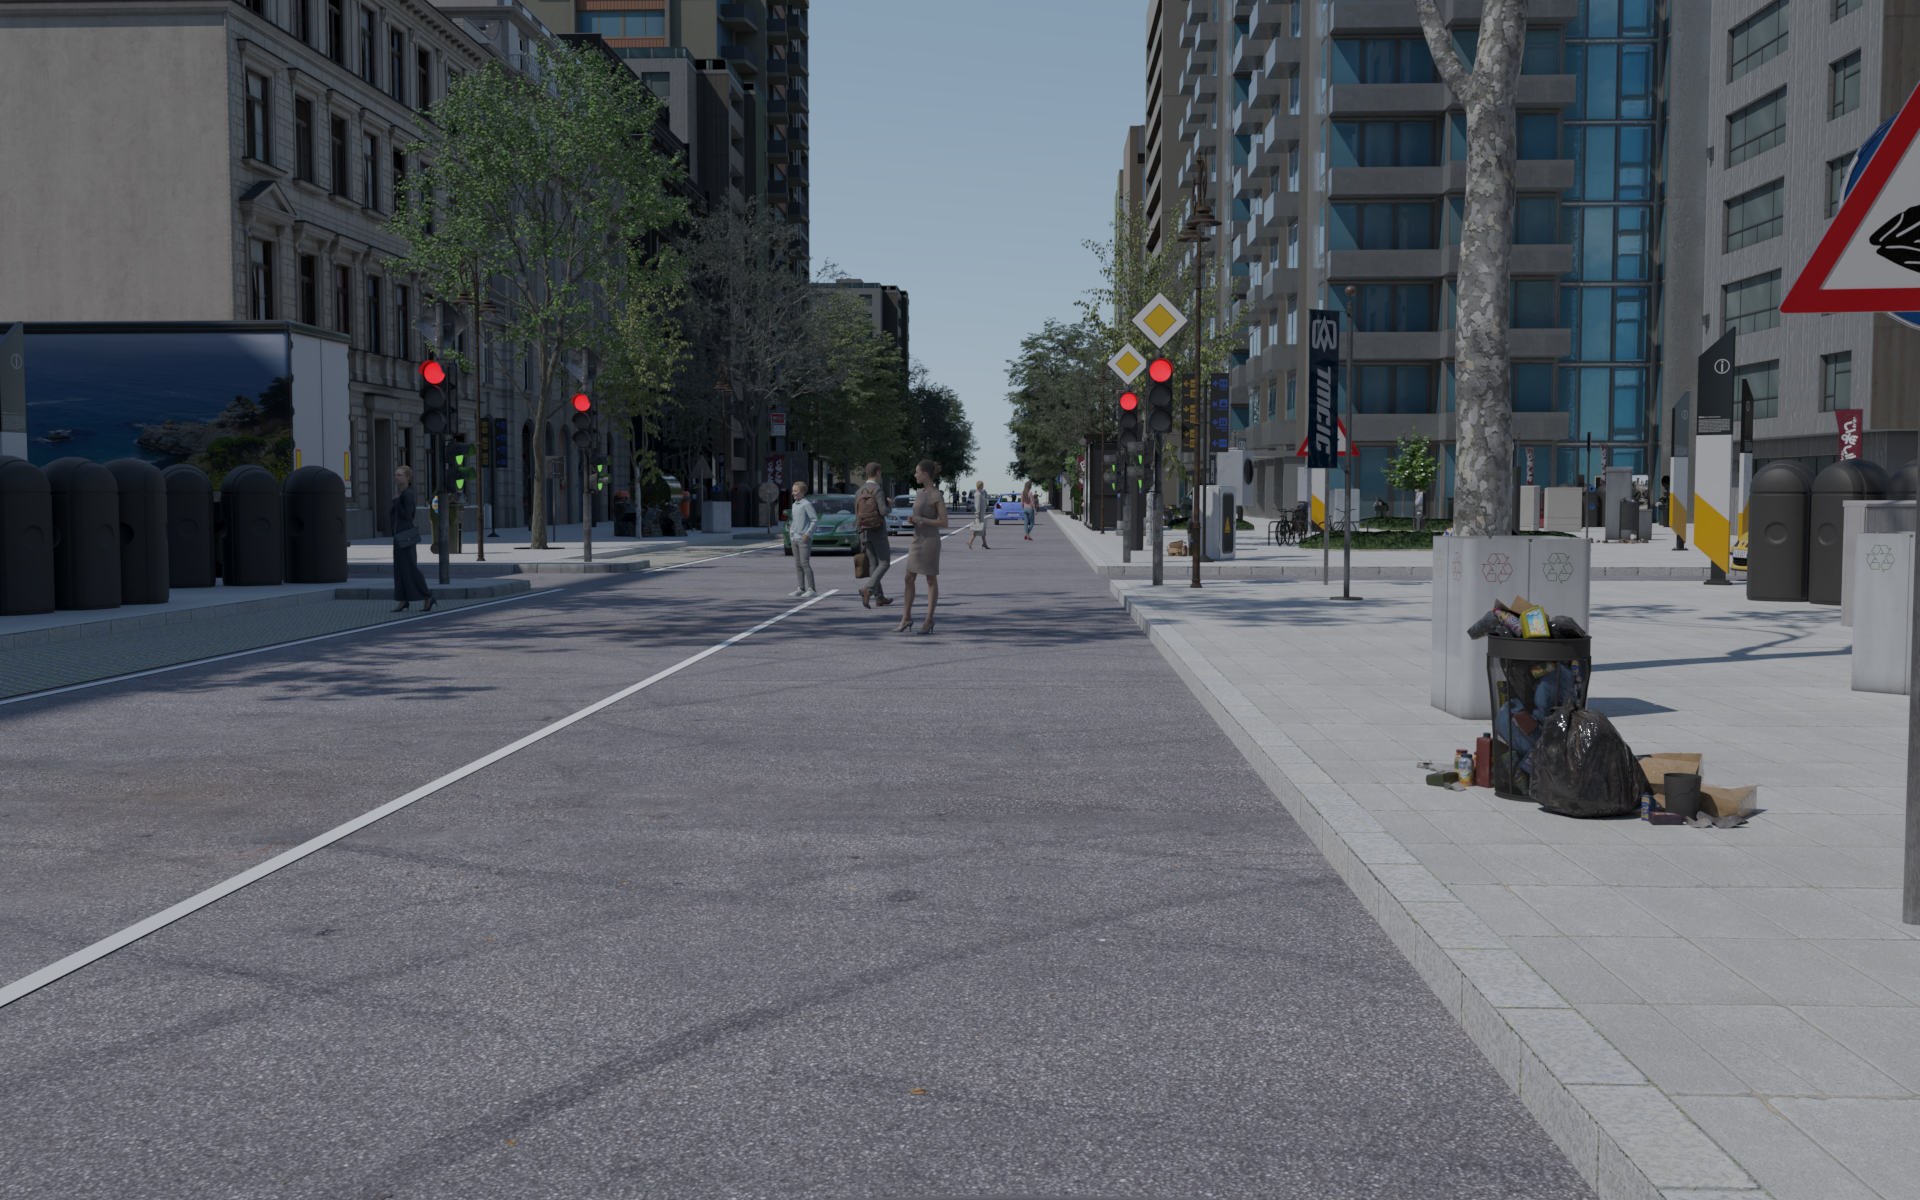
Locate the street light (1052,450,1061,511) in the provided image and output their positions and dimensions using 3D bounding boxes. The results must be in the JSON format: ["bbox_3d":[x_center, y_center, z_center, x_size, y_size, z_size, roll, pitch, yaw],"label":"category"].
[{"bbox_3d":[8.748,-11.278,157.182,0.468,5.910,1.993,0,4,2],"label":"street light"}]

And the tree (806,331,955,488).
[{"bbox_3d":[-6.301,-12.402,119.780,9.611,12.733,9.660,0,3,0],"label":"tree"}]

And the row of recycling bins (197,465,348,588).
[{"bbox_3d":[-10.355,-1.045,24.205,3.534,1.692,1.069,-3,5,-40],"label":"row of recycling bins"}]

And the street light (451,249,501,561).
[{"bbox_3d":[-9.157,-3.678,32.928,0.468,5.910,1.993,0,4,2],"label":"street light"}]

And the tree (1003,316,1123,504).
[{"bbox_3d":[7.691,-13.181,122.163,9.857,13.997,8.962,0,3,0],"label":"tree"}]

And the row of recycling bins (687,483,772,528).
[{"bbox_3d":[-8.937,-3.673,67.166,3.534,1.692,1.069,1,4,15],"label":"row of recycling bins"}]

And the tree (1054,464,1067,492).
[{"bbox_3d":[6.704,-7.025,109.456,1.663,3.219,1.824,0,3,0],"label":"tree"}]

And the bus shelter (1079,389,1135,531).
[{"bbox_3d":[5.523,-5.287,64.077,2.179,5.291,8.768,0,4,2],"label":"bus shelter"}]

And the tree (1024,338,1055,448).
[{"bbox_3d":[5.013,-7.475,72.573,4.360,8.622,3.978,0,3,0],"label":"tree"}]

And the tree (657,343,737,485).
[{"bbox_3d":[-12.729,-8.091,82.647,4.360,8.622,3.978,0,3,0],"label":"tree"}]

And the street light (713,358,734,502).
[{"bbox_3d":[-8.015,-5.268,58.927,0.468,5.910,1.993,0,4,2],"label":"street light"}]

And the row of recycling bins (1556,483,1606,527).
[{"bbox_3d":[24.579,-3.657,66.897,3.534,1.692,1.069,-1,4,-12],"label":"row of recycling bins"}]

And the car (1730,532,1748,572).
[{"bbox_3d":[14.680,-1.098,28.184,3.980,1.641,2.015,0,4,1],"label":"car"}]

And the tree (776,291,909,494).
[{"bbox_3d":[-6.764,-10.974,97.554,7.486,12.596,7.792,0,3,0],"label":"tree"}]

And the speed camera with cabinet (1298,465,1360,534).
[{"bbox_3d":[11.946,-3.777,56.093,2.038,3.252,0.660,-1,4,-22],"label":"speed camera with cabinet"}]

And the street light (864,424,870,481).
[{"bbox_3d":[-5.844,-8.356,109.413,0.468,5.910,1.993,0,4,2],"label":"street light"}]

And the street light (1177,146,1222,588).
[{"bbox_3d":[3.225,-3.101,23.482,0.468,5.910,1.993,0,4,2],"label":"street light"}]

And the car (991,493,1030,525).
[{"bbox_3d":[2.437,-4.376,81.144,1.945,1.707,3.694,0,4,0],"label":"car"}]

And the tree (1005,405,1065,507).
[{"bbox_3d":[9.460,-15.936,170.925,12.009,13.543,11.850,0,3,0],"label":"tree"}]

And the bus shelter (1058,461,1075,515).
[{"bbox_3d":[6.749,-6.570,101.345,2.014,3.302,5.546,0,4,2],"label":"bus shelter"}]

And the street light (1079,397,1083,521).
[{"bbox_3d":[5.655,-6.629,81.166,0.468,5.910,1.993,0,4,2],"label":"street light"}]

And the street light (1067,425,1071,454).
[{"bbox_3d":[6.664,-8.191,106.712,0.468,5.910,1.993,0,4,2],"label":"street light"}]

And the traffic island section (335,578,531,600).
[{"bbox_3d":[-7.385,-0.151,24.752,2.009,0.180,2.903,0,4,2],"label":"traffic island section"}]

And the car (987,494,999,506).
[{"bbox_3d":[3.477,-10.572,182.633,2.009,1.686,4.222,0,4,1],"label":"car"}]

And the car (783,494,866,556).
[{"bbox_3d":[-3.118,-1.831,41.736,2.131,1.459,4.920,0,4,2],"label":"car"}]

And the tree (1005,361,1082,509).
[{"bbox_3d":[8.465,-13.994,145.803,9.611,12.733,9.660,0,3,0],"label":"tree"}]

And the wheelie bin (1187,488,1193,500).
[{"bbox_3d":[12.371,-5.142,91.981,0.693,1.594,0.980,0,4,3],"label":"wheelie bin"}]

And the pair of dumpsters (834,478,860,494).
[{"bbox_3d":[-6.931,-6.322,105.856,1.574,2.255,4.437,0,4,2],"label":"pair of dumpsters"}]

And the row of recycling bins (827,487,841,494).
[{"bbox_3d":[-7.403,-5.682,100.009,1.069,1.692,3.534,0,3,0],"label":"row of recycling bins"}]

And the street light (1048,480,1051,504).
[{"bbox_3d":[9.845,-12.865,183.135,0.468,5.910,1.993,0,4,2],"label":"street light"}]

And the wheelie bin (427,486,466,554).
[{"bbox_3d":[-11.009,-1.793,37.226,0.693,1.594,0.980,0,4,-1],"label":"wheelie bin"}]

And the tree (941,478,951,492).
[{"bbox_3d":[-1.642,-17.540,237.134,4.737,8.622,4.395,0,3,0],"label":"tree"}]

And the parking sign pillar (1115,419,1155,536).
[{"bbox_3d":[5.518,-3.963,53.272,1.447,3.967,1.447,-1,4,-8],"label":"parking sign pillar"}]

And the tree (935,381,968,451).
[{"bbox_3d":[-4.492,-14.523,147.822,12.009,13.543,11.850,0,3,0],"label":"tree"}]

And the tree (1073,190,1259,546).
[{"bbox_3d":[4.917,-5.643,42.631,4.737,8.622,4.395,0,3,0],"label":"tree"}]

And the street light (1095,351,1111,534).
[{"bbox_3d":[4.577,-5.053,55.410,0.468,5.910,1.993,0,4,2],"label":"street light"}]

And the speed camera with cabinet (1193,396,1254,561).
[{"bbox_3d":[5.213,-2.435,34.156,0.660,3.252,2.038,2,4,28],"label":"speed camera with cabinet"}]

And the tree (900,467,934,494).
[{"bbox_3d":[-4.149,-11.041,164.234,4.285,4.588,4.351,0,3,0],"label":"tree"}]

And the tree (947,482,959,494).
[{"bbox_3d":[-1.002,-15.580,249.337,1.663,3.219,1.824,0,3,0],"label":"tree"}]

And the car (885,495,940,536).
[{"bbox_3d":[-1.639,-2.959,60.381,2.014,1.417,4.499,0,4,2],"label":"car"}]

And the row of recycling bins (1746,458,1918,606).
[{"bbox_3d":[10.647,-0.772,19.737,1.069,1.692,3.534,-2,4,-33],"label":"row of recycling bins"}]

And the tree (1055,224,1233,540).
[{"bbox_3d":[5.439,-5.989,48.283,4.360,8.622,3.978,0,3,0],"label":"tree"}]

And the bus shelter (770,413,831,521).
[{"bbox_3d":[-8.128,-6.748,87.969,2.179,5.291,8.768,0,4,3],"label":"bus shelter"}]

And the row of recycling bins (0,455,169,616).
[{"bbox_3d":[-10.087,-0.727,19.004,1.069,1.692,3.534,1,4,16],"label":"row of recycling bins"}]

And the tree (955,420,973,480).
[{"bbox_3d":[-3.487,-15.732,174.231,9.611,12.733,9.660,0,3,0],"label":"tree"}]

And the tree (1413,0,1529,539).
[{"bbox_3d":[4.613,-9.594,12.746,12.611,20.169,13.585,0,3,0],"label":"tree"}]

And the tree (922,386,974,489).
[{"bbox_3d":[-2.763,-18.160,203.562,9.857,13.997,8.962,0,3,0],"label":"tree"}]

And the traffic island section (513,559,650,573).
[{"bbox_3d":[-7.050,-0.639,32.730,2.009,0.180,2.903,0,4,2],"label":"traffic island section"}]

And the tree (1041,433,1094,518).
[{"bbox_3d":[7.149,-6.733,93.791,4.285,4.588,4.351,0,3,0],"label":"tree"}]

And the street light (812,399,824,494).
[{"bbox_3d":[-6.902,-6.829,84.449,0.468,5.910,1.993,0,4,2],"label":"street light"}]

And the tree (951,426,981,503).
[{"bbox_3d":[-0.621,-20.466,260.372,9.928,11.665,9.643,0,3,0],"label":"tree"}]
